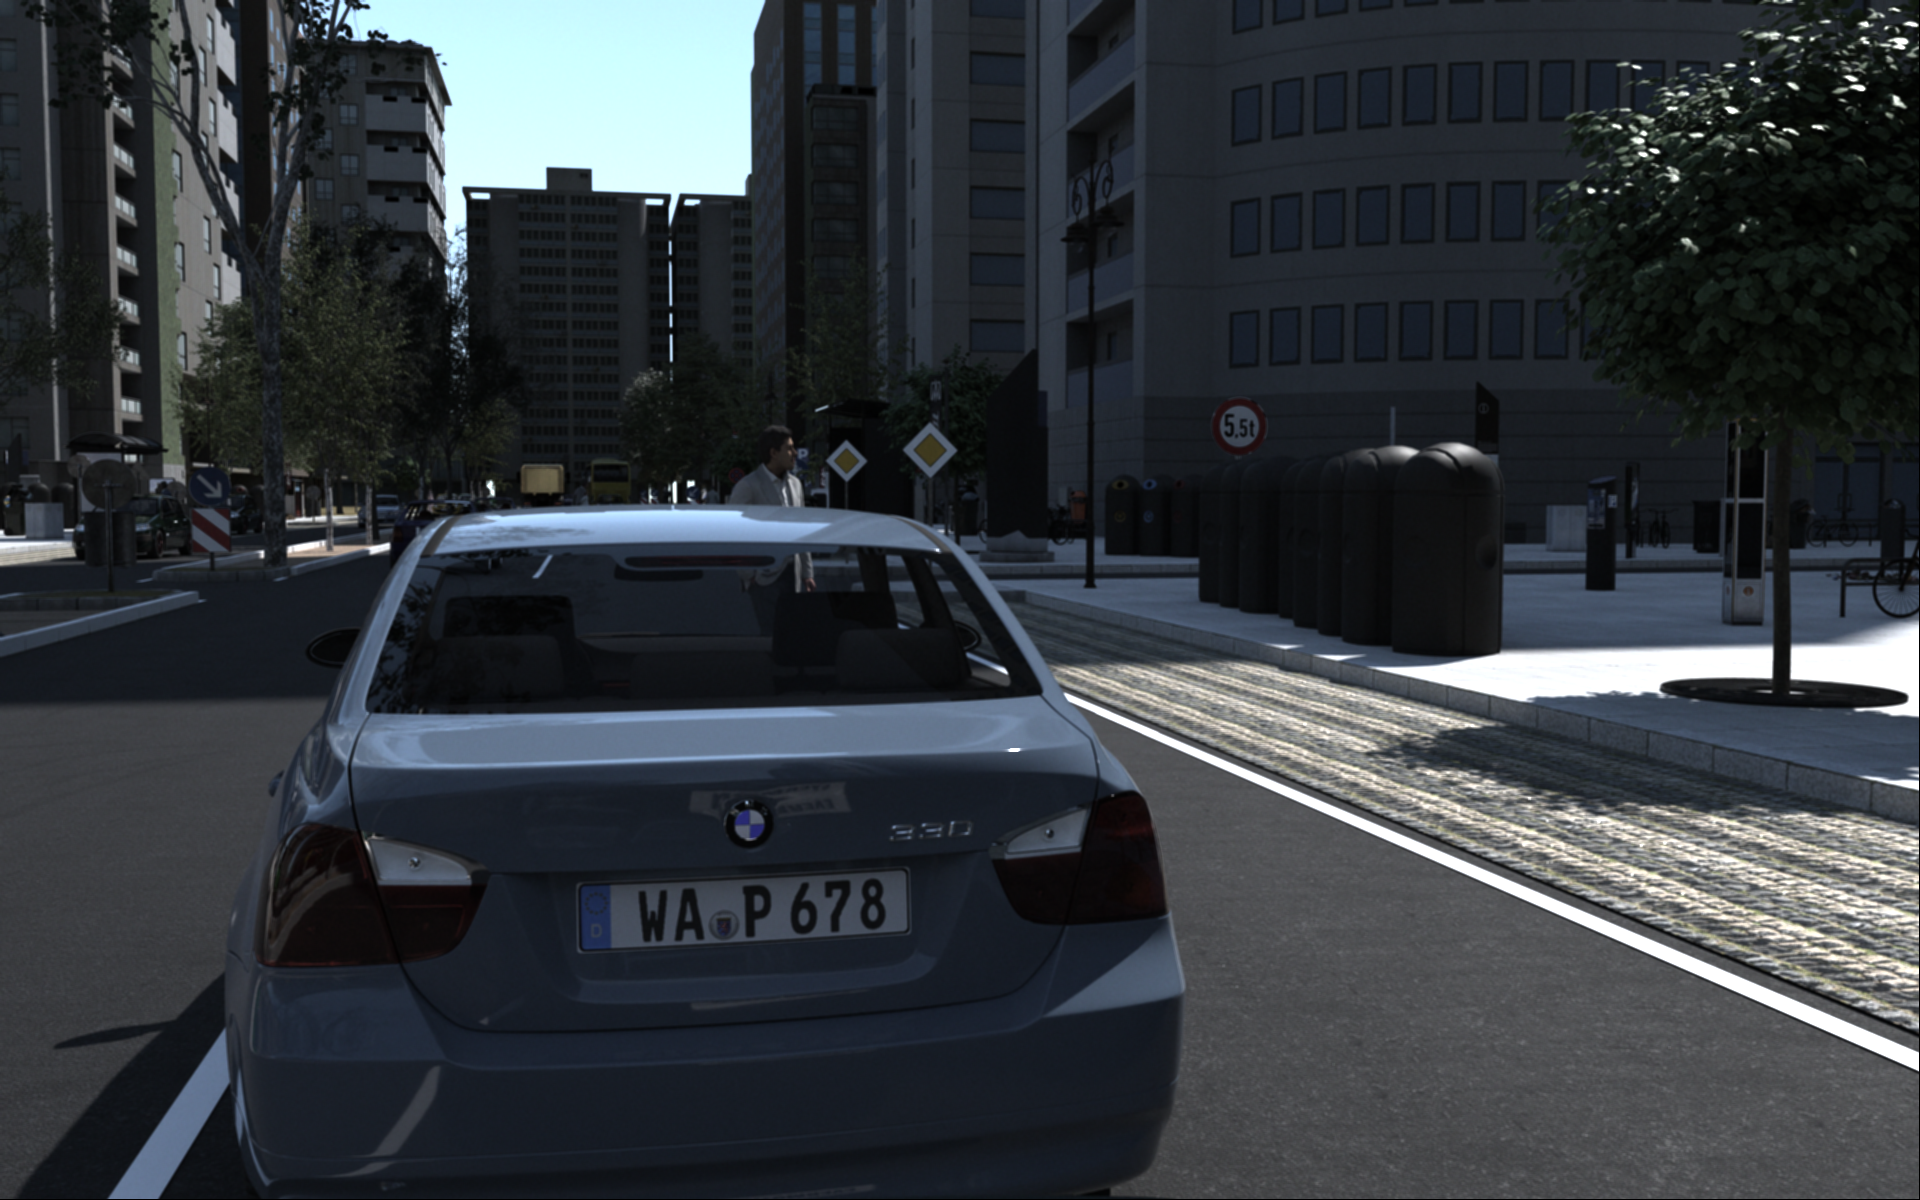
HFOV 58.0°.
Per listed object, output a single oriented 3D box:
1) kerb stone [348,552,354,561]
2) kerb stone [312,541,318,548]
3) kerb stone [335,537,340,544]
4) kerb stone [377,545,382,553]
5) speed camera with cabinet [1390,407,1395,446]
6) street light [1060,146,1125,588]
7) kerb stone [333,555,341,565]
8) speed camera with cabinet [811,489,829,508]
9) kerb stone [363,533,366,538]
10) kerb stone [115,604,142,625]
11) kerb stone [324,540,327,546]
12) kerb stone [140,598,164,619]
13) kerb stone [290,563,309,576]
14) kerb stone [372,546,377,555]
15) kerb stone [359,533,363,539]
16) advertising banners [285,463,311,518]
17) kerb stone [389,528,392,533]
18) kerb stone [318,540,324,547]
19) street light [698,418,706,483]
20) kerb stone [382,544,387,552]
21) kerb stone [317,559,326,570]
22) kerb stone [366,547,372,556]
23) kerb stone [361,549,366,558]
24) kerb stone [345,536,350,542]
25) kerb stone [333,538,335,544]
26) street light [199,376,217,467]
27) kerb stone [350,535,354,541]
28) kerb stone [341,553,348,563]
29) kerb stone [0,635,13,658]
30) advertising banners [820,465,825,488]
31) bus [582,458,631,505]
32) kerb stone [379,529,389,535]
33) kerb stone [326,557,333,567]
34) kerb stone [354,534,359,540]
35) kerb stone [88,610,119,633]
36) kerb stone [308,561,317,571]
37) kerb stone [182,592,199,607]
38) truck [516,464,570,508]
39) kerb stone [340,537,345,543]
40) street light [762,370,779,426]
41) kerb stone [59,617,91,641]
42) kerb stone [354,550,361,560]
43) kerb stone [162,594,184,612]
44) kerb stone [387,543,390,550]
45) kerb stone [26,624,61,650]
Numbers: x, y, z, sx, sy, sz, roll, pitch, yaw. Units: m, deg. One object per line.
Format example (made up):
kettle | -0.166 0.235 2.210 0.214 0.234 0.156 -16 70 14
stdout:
kerb stone | -13.096 -0.901 36.924 0.120 0.150 1.000 -1 4 -12
kerb stone | -17.071 -1.424 45.481 0.120 0.150 1.000 -1 4 -12
kerb stone | -17.929 -1.669 49.491 0.120 0.150 1.000 -1 4 -12
kerb stone | -14.175 -1.208 41.940 0.120 0.150 1.000 -1 4 -12
speed camera with cabinet | 10.493 -2.740 39.142 2.038 3.252 0.660 2 4 31
street light | 1.778 -3.102 23.503 0.468 5.910 1.993 -1 4 -12
kerb stone | -12.669 -0.775 34.916 0.120 0.150 1.000 -1 4 -12
speed camera with cabinet | -4.155 -3.940 58.758 2.038 3.252 0.660 3 4 39
kerb stone | -19.203 -2.037 55.494 0.120 0.150 1.000 -1 4 -12
kerb stone | -9.340 0.176 19.313 0.120 0.150 1.000 -1 4 -12
kerb stone | -17.504 -1.544 47.484 0.120 0.150 1.000 -1 4 -12
kerb stone | -9.555 0.115 20.319 0.120 0.150 1.000 -1 4 -12
kerb stone | -11.811 -0.526 30.907 0.120 0.150 1.000 -1 4 -12
kerb stone | -13.956 -1.142 40.934 0.120 0.150 1.000 -1 4 -12
kerb stone | -18.999 -1.975 54.492 0.120 0.150 1.000 -1 4 -12
advertising banners | -36.245 -6.036 94.879 2.074 3.025 0.090 2 4 28
kerb stone | -20.711 -2.463 62.520 0.120 0.150 1.000 -1 4 -12
kerb stone | -17.287 -1.486 46.485 0.120 0.150 1.000 -1 4 -12
street light | -15.740 -8.108 105.357 0.468 5.910 1.993 -1 4 -12
kerb stone | -14.384 -1.268 42.940 0.120 0.150 1.000 -1 4 -12
kerb stone | -12.245 -0.655 32.912 0.120 0.150 1.000 -1 4 -12
kerb stone | -13.740 -1.083 39.935 0.120 0.150 1.000 -1 4 -12
kerb stone | -13.528 -1.023 38.925 0.120 0.150 1.000 -1 4 -12
kerb stone | -18.358 -1.792 51.490 0.120 0.150 1.000 -1 4 -12
kerb stone | -17.716 -1.608 48.491 0.120 0.150 1.000 -1 4 -12
street light | -29.544 -5.834 68.168 0.468 5.910 1.993 -1 4 -12
kerb stone | -18.565 -1.852 52.492 0.120 0.150 1.000 -1 4 -12
kerb stone | -12.884 -0.839 35.919 0.120 0.150 1.000 -1 4 -12
kerb stone | -8.486 0.421 15.305 0.120 0.150 1.000 -1 4 -12
advertising banners | -8.693 -6.431 101.329 2.074 3.025 0.090 1 4 14
bus | -24.124 -7.753 118.306 2.896 3.916 12.252 -1 4 -14
kerb stone | -20.498 -2.405 61.519 0.120 0.150 1.000 -1 4 -12
kerb stone | -12.463 -0.714 33.911 0.120 0.150 1.000 -1 4 -12
kerb stone | -18.776 -1.914 53.493 0.120 0.150 1.000 -1 4 -12
kerb stone | -9.125 0.240 18.314 0.120 0.150 1.000 -1 4 -12
kerb stone | -12.040 -0.594 31.903 0.120 0.150 1.000 -1 4 -12
kerb stone | -9.984 -0.005 22.318 0.120 0.150 1.000 -1 4 -12
truck | -26.772 -7.052 111.224 3.469 3.379 9.791 -1 4 -13
kerb stone | -18.136 -1.731 50.492 0.120 0.150 1.000 -1 4 -12
street light | -7.072 -5.624 64.736 0.468 5.910 1.993 -1 4 -12
kerb stone | -8.914 0.306 17.307 0.120 0.150 1.000 -1 4 -12
kerb stone | -13.312 -0.962 37.925 0.120 0.150 1.000 -1 4 -12
kerb stone | -9.767 0.054 21.319 0.120 0.150 1.000 -1 4 -12
kerb stone | -14.595 -1.330 43.943 0.120 0.150 1.000 -1 4 -12
kerb stone | -8.701 0.365 16.307 0.120 0.150 1.000 -1 4 -12
